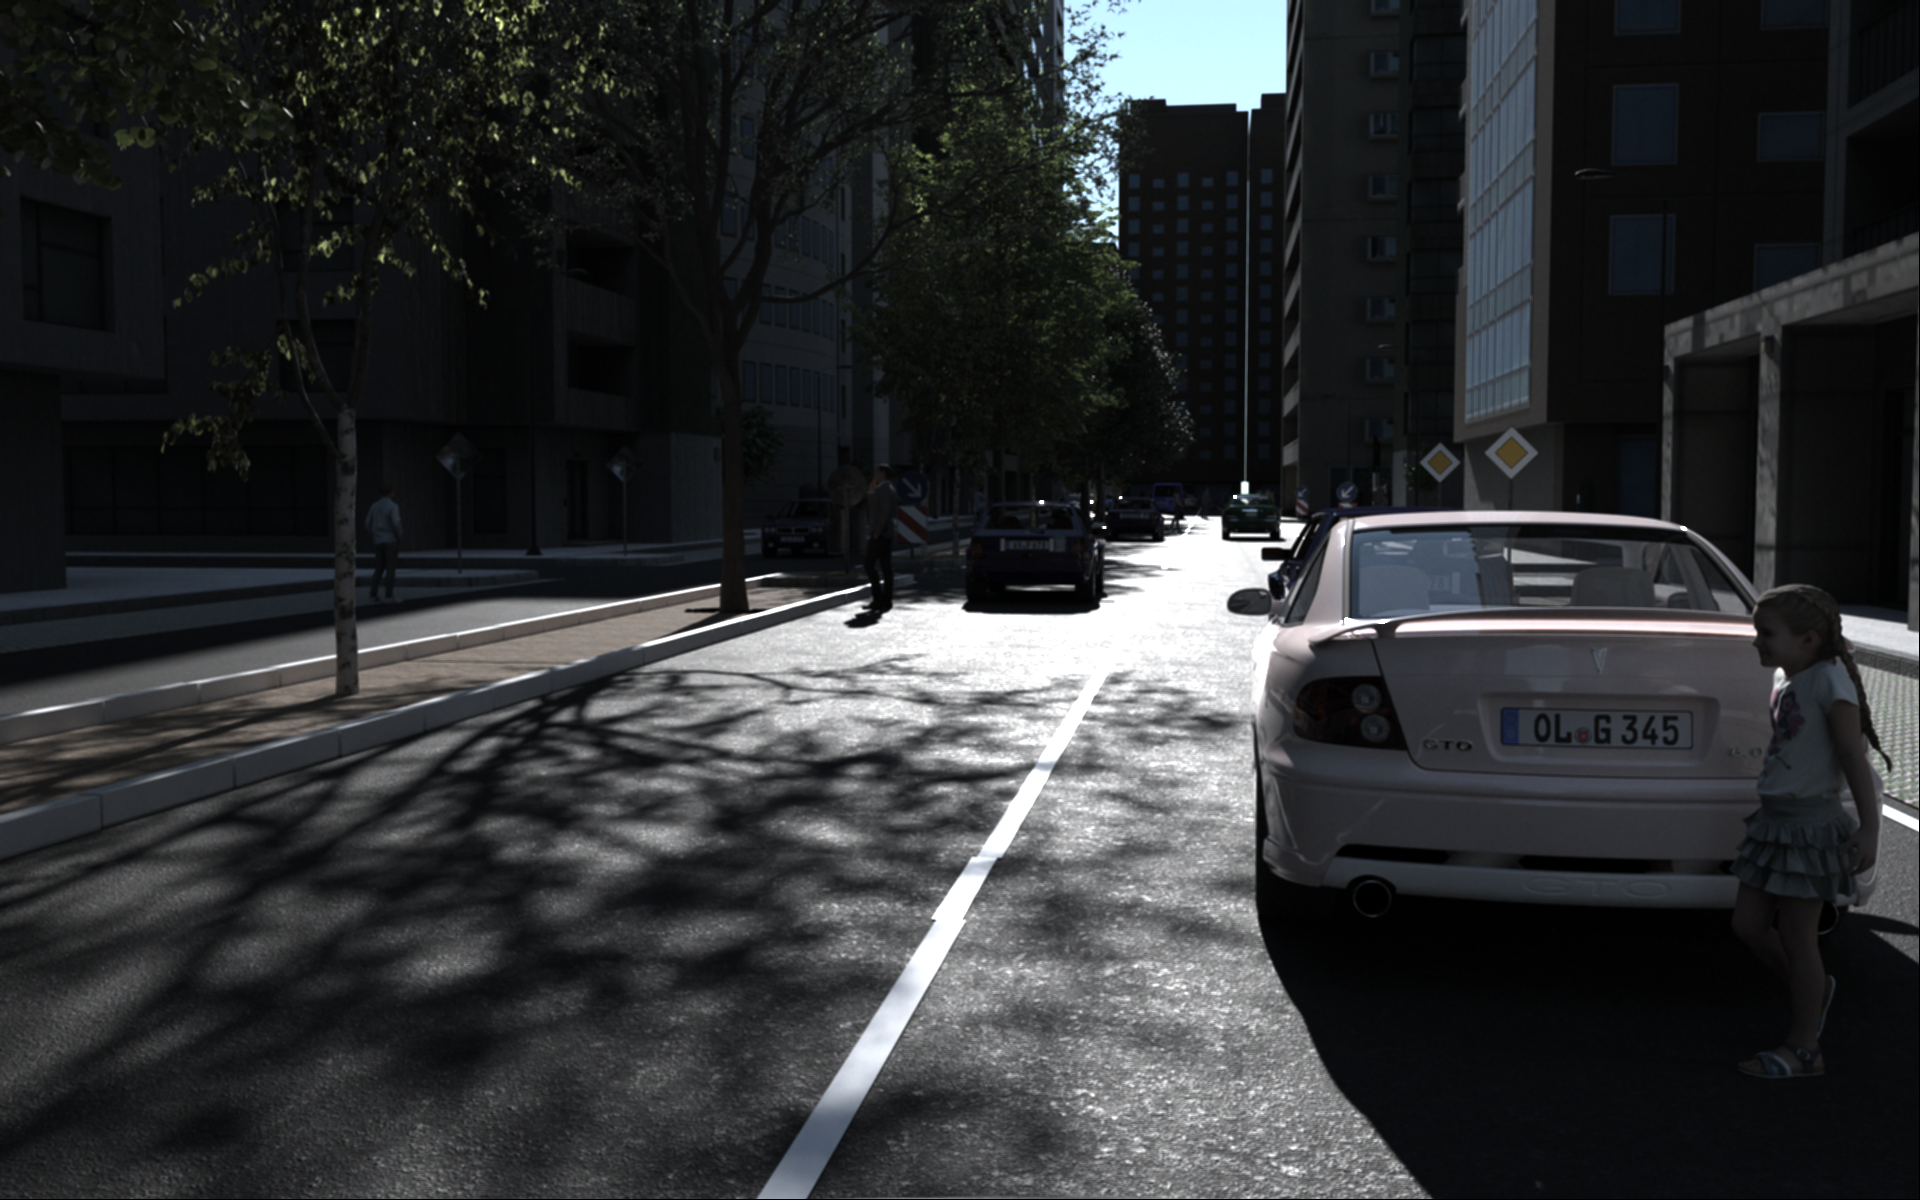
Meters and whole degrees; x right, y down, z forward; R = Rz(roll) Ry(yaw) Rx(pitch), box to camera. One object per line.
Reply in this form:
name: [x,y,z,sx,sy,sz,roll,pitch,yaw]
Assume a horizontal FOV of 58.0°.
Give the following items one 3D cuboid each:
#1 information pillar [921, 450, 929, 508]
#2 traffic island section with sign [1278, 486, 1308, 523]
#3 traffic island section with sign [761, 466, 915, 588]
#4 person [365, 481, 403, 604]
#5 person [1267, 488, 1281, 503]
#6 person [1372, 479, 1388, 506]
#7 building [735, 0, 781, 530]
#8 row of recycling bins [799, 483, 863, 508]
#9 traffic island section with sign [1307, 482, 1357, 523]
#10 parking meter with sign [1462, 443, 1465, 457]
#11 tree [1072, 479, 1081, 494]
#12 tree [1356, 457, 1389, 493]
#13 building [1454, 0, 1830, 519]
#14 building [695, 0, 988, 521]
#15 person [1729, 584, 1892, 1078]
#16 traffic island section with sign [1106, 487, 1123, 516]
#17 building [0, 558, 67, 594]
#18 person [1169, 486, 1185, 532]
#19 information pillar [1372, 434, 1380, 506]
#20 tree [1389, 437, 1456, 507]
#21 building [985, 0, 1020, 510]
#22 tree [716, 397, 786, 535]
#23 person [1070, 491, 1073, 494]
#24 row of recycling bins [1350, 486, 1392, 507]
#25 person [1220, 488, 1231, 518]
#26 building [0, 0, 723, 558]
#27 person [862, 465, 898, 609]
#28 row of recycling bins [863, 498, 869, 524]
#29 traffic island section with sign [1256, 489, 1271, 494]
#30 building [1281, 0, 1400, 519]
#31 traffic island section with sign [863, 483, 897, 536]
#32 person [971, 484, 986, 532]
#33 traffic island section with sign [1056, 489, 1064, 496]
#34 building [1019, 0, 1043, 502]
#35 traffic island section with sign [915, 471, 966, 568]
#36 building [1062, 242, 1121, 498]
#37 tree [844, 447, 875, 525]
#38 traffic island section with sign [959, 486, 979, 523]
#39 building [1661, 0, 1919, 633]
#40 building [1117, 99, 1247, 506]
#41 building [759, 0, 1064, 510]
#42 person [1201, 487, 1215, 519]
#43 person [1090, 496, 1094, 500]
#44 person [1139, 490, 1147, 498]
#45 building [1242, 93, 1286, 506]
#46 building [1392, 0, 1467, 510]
information pillar: [-1.865,-6.183,92.451,0.504,3.616,0.183,-3,5,-44]
traffic island section with sign: [16.906,-4.757,86.400,1.989,1.847,2.006,1,4,8]
traffic island section with sign: [-1.913,-1.172,27.296,2.006,1.907,1.989,1,4,8]
person: [-7.513,-0.758,22.704,0.589,1.601,0.330,2,4,33]
person: [20.076,-6.299,111.590,1.348,1.812,0.705,2,4,28]
person: [11.576,-2.406,47.644,0.447,1.846,0.655,-1,4,-10]
building: [-15.884,-32.389,71.559,21.231,58.520,28.212,1,4,8]
row of recycling bins: [-5.106,-3.620,66.299,1.069,1.692,3.534,2,4,25]
traffic island section with sign: [12.867,-3.040,58.324,1.989,1.847,2.006,1,4,8]
parking meter with sign: [16.968,-3.645,55.864,0.543,3.016,1.738,-1,4,-23]
tree: [12.640,-11.778,187.165,1.663,3.219,1.824,0,3,0]
tree: [18.755,-5.133,78.531,1.663,3.219,1.824,0,3,0]
building: [19.623,-23.778,38.875,14.200,45.320,14.600,1,4,8]
building: [-6.215,-20.106,100.431,14.160,30.474,14.107,1,4,8]
person: [2.125,0.568,4.232,0.382,1.210,0.505,0,4,-4]
traffic island section with sign: [9.877,-6.169,108.998,2.006,1.907,1.989,1,4,8]
building: [-18.483,-15.204,20.292,14.107,30.474,14.160,1,4,8]
person: [8.190,-3.457,65.610,0.643,1.750,0.593,-1,4,-8]
information pillar: [16.224,-4.658,67.520,0.183,3.616,0.504,3,4,37]
tree: [15.871,-3.953,59.231,1.663,3.219,1.824,0,3,0]
building: [-7.495,-30.525,122.783,21.300,48.544,21.600,1,4,8]
tree: [-7.160,-4.350,54.842,4.285,4.588,4.351,0,3,0]
person: [7.407,-6.472,115.038,1.217,1.743,0.721,1,4,10]
row of recycling bins: [20.424,-4.701,83.973,3.534,1.692,1.069,2,4,35]
person: [15.843,-5.794,103.582,0.721,1.781,0.623,0,4,-7]
building: [-14.710,-16.583,42.841,14.160,30.474,14.107,1,4,8]
person: [-1.014,-0.798,21.726,0.473,1.802,0.592,1,4,21]
row of recycling bins: [-3.955,-4.260,76.769,1.069,1.692,3.534,1,4,11]
traffic island section with sign: [23.858,-7.697,134.471,1.989,1.847,2.006,1,4,8]
building: [29.117,-28.821,94.927,21.300,48.544,21.600,1,4,8]
traffic island section with sign: [-3.106,-3.152,60.156,1.989,1.847,2.006,1,4,8]
person: [0.698,-3.448,65.132,0.793,1.790,0.793,2,4,30]
traffic island section with sign: [7.953,-7.839,136.793,1.989,1.847,2.006,1,4,8]
building: [-4.759,-32.356,148.622,23.786,49.044,30.456,1,4,8]
traffic island section with sign: [-0.845,-1.620,34.626,2.006,1.907,1.989,1,4,8]
building: [11.517,-26.245,200.800,14.107,30.474,14.160,1,4,8]
tree: [-4.349,-4.676,71.056,1.663,3.219,1.824,0,3,0]
traffic island section with sign: [0.764,-4.795,87.025,1.989,1.847,2.006,1,4,8]
building: [18.891,-35.079,11.799,20.563,71.187,20.611,1,4,8]
building: [25.671,-33.592,199.332,14.200,45.320,14.600,1,4,8]
building: [-3.862,-38.756,175.651,28.212,58.520,21.231,1,4,8]
person: [13.993,-5.470,98.063,0.853,1.813,0.709,2,4,32]
person: [8.825,-6.838,120.827,1.217,1.766,0.721,-1,4,-21]
person: [16.980,-9.319,160.873,0.705,1.822,1.348,-3,5,-39]
building: [39.844,-33.404,196.266,14.200,45.320,14.600,1,4,8]
building: [24.070,-18.099,67.619,14.160,30.474,14.107,1,4,8]
